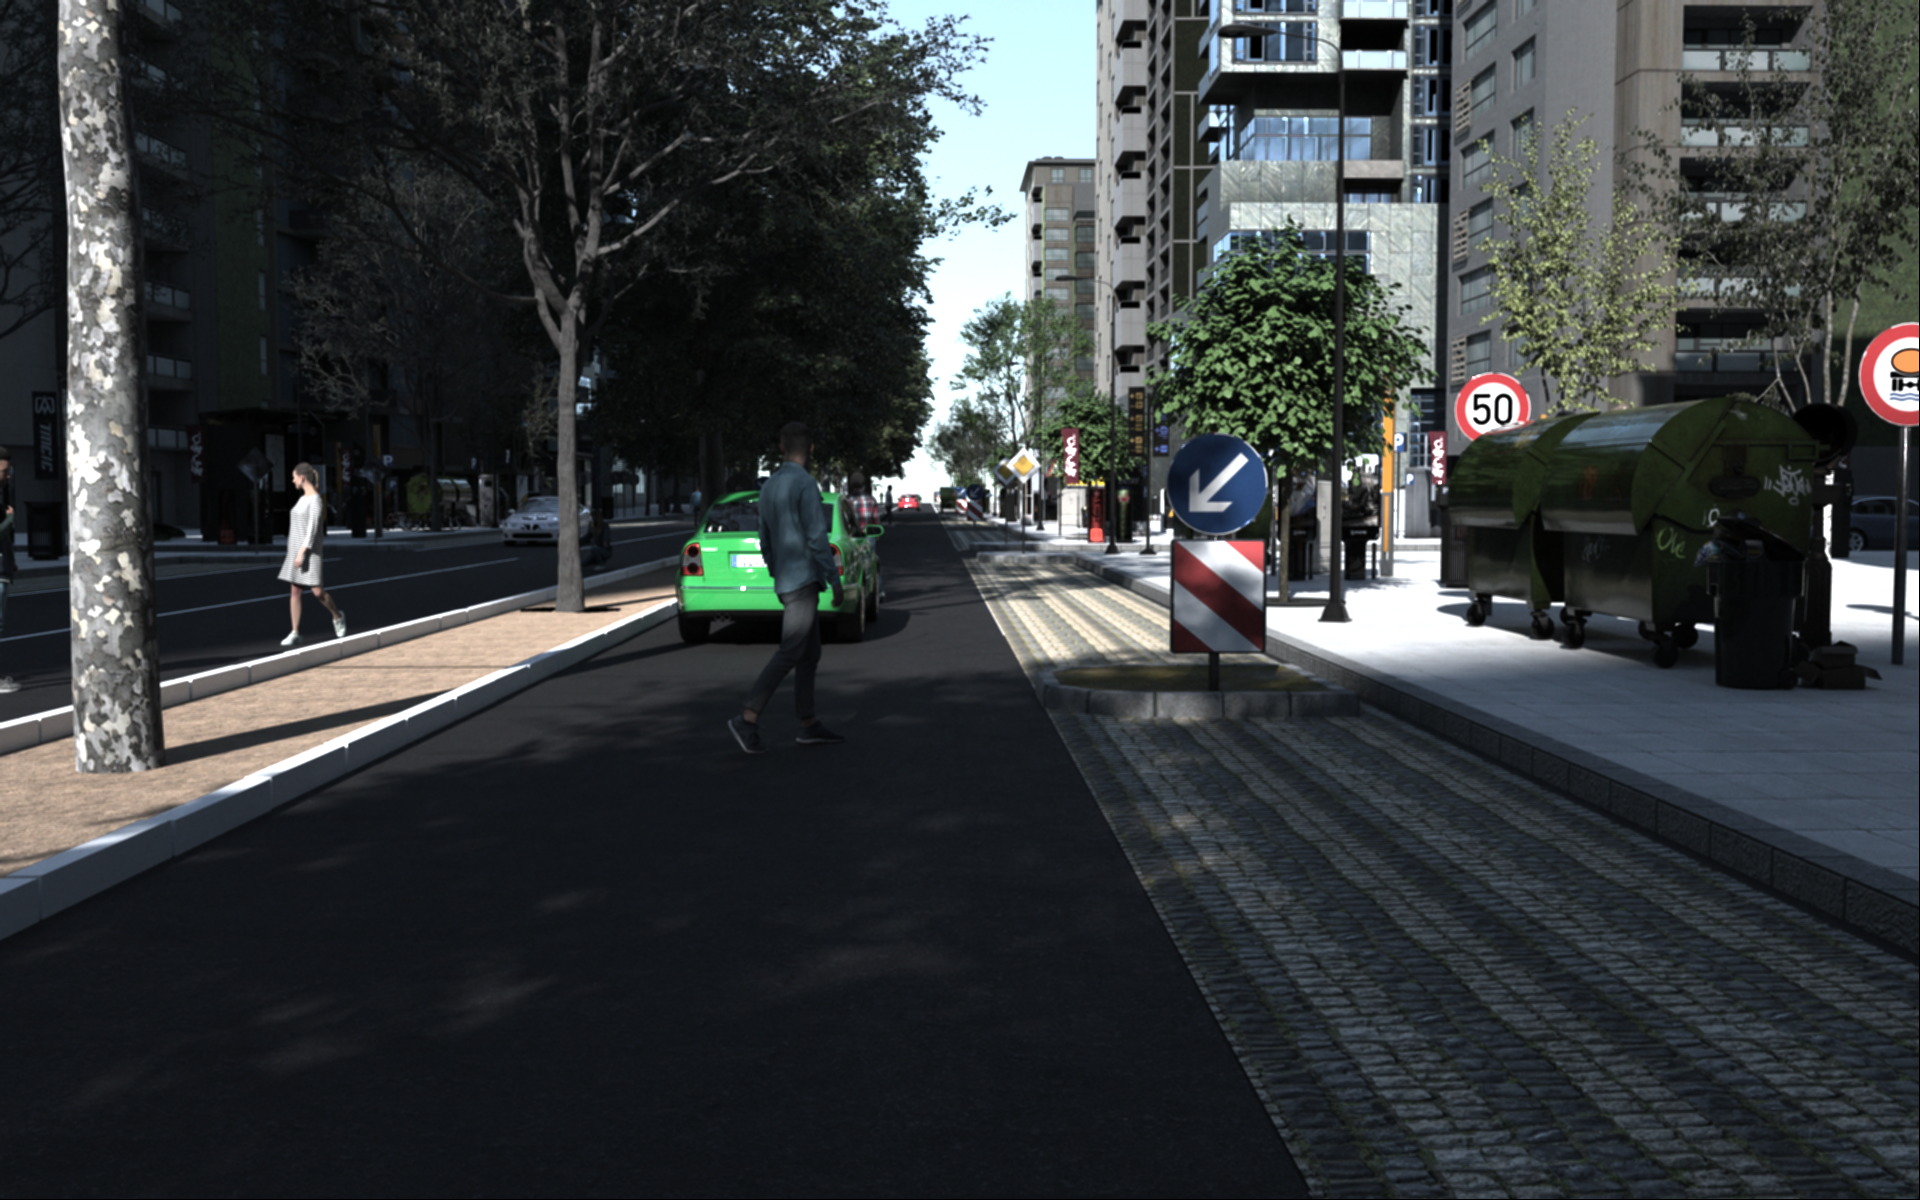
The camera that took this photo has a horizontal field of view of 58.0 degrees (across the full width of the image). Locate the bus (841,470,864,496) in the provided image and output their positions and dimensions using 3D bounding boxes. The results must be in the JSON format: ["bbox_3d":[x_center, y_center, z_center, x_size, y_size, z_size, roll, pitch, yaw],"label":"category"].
[{"bbox_3d":[-10.849,-11.578,180.850,2.896,3.916,12.252,0,4,-1],"label":"bus"}]

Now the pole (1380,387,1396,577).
[{"bbox_3d":[6.644,-2.019,26.854,0.158,3.312,0.155,0,3,0],"label":"pole"}]

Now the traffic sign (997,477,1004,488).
[{"bbox_3d":[2.391,-5.793,94.820,0.768,2.556,0.104,0,4,0],"label":"traffic sign"}]

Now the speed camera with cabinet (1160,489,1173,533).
[{"bbox_3d":[7.635,-3.828,56.917,2.038,3.252,0.660,2,4,31],"label":"speed camera with cabinet"}]

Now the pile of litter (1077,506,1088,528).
[{"bbox_3d":[5.049,-3.172,65.834,1.176,0.858,1.719,0,4,4],"label":"pile of litter"}]

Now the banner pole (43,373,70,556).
[{"bbox_3d":[-18.702,-2.826,36.214,0.401,3.779,0.863,-1,4,-10],"label":"banner pole"}]

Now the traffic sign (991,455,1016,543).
[{"bbox_3d":[1.206,-2.538,45.131,0.795,2.450,0.064,0,4,-1],"label":"traffic sign"}]

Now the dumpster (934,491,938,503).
[{"bbox_3d":[-3.312,-16.325,275.132,1.865,1.857,1.264,0,4,1],"label":"dumpster"}]

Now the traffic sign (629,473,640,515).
[{"bbox_3d":[-20.076,-6.507,106.495,0.768,2.556,0.104,0,4,2],"label":"traffic sign"}]

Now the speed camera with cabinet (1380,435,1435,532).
[{"bbox_3d":[15.084,-3.942,58.787,0.660,3.252,2.038,-3,5,-45],"label":"speed camera with cabinet"}]

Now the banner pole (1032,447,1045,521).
[{"bbox_3d":[3.765,-5.604,81.646,0.863,3.779,0.401,2,4,30],"label":"banner pole"}]

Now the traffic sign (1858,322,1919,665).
[{"bbox_3d":[7.063,-0.787,12.974,0.768,2.556,0.104,0,4,0],"label":"traffic sign"}]

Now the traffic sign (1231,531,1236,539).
[{"bbox_3d":[4.329,-1.667,27.366,0.768,2.556,0.104,0,4,7],"label":"traffic sign"}]

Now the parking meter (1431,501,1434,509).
[{"bbox_3d":[17.274,-3.490,62.774,0.255,1.863,0.399,0,4,-7],"label":"parking meter"}]

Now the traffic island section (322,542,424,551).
[{"bbox_3d":[-15.159,-1.383,44.896,2.009,0.180,2.903,0,4,-1],"label":"traffic island section"}]

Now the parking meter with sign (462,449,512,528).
[{"bbox_3d":[-18.172,-4.310,66.735,1.738,3.016,0.543,-2,4,-31],"label":"parking meter with sign"}]

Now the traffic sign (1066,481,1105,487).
[{"bbox_3d":[4.664,-3.907,57.759,2.265,3.308,0.079,0,4,8],"label":"traffic sign"}]

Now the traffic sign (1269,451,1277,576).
[{"bbox_3d":[4.929,-1.655,27.168,0.768,2.556,0.104,0,4,1],"label":"traffic sign"}]

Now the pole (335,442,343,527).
[{"bbox_3d":[-24.318,-4.525,67.820,0.158,3.312,0.155,0,3,0],"label":"pole"}]

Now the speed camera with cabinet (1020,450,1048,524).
[{"bbox_3d":[3.183,-4.871,73.983,0.660,3.252,2.038,1,4,22],"label":"speed camera with cabinet"}]

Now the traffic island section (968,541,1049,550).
[{"bbox_3d":[1.229,-1.402,45.209,2.009,0.180,2.903,0,4,-1],"label":"traffic island section"}]

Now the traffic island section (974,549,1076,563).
[{"bbox_3d":[1.385,-0.914,37.225,2.009,0.180,2.903,0,4,-1],"label":"traffic island section"}]

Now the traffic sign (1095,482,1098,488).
[{"bbox_3d":[4.283,-3.324,54.455,0.768,2.556,0.104,1,4,8],"label":"traffic sign"}]

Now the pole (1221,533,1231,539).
[{"bbox_3d":[4.675,-2.228,30.278,0.158,3.312,0.155,0,3,0],"label":"pole"}]

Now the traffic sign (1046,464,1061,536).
[{"bbox_3d":[3.044,-3.220,52.649,0.884,2.594,0.081,0,4,5],"label":"traffic sign"}]

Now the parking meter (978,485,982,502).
[{"bbox_3d":[1.358,-6.742,115.946,0.255,1.863,0.399,0,4,5],"label":"parking meter"}]

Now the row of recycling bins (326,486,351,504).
[{"bbox_3d":[-28.287,-4.184,75.526,3.534,1.692,1.069,-1,4,-15],"label":"row of recycling bins"}]

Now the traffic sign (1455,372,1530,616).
[{"bbox_3d":[5.585,-1.109,18.244,0.768,2.556,0.104,1,4,8],"label":"traffic sign"}]

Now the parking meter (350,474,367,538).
[{"bbox_3d":[-17.609,-2.753,50.730,0.399,1.863,0.255,1,4,23],"label":"parking meter"}]

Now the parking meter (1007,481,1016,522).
[{"bbox_3d":[2.317,-4.485,79.040,0.399,1.863,0.255,-3,4,-37],"label":"parking meter"}]

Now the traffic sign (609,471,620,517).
[{"bbox_3d":[-18.858,-5.803,94.985,0.768,2.556,0.104,0,4,7],"label":"traffic sign"}]

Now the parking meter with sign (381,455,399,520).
[{"bbox_3d":[-24.970,-4.880,76.044,0.543,3.016,1.738,-2,4,-27],"label":"parking meter with sign"}]

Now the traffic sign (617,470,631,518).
[{"bbox_3d":[-18.105,-5.705,93.386,0.768,2.556,0.104,0,4,2],"label":"traffic sign"}]

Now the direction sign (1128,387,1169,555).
[{"bbox_3d":[3.980,-2.727,36.577,0.876,3.537,0.379,1,4,20],"label":"direction sign"}]

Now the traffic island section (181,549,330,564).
[{"bbox_3d":[-15.004,-0.895,36.913,2.009,0.180,2.903,0,4,-1],"label":"traffic island section"}]

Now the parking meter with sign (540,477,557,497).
[{"bbox_3d":[-18.611,-5.019,78.317,1.738,3.016,0.543,-1,4,-11],"label":"parking meter with sign"}]

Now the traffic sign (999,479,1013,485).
[{"bbox_3d":[2.525,-5.778,94.576,0.768,2.556,0.104,0,4,7],"label":"traffic sign"}]

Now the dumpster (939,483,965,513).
[{"bbox_3d":[-0.598,-7.825,132.884,1.985,2.255,1.502,0,4,-2],"label":"dumpster"}]

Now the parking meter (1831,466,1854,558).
[{"bbox_3d":[17.726,-1.785,34.903,0.255,1.863,0.399,-2,4,-31],"label":"parking meter"}]

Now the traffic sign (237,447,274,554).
[{"bbox_3d":[-14.980,-2.031,36.852,0.795,2.450,0.064,0,4,-1],"label":"traffic sign"}]

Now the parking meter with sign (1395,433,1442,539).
[{"bbox_3d":[13.226,-3.280,49.882,1.738,3.016,0.543,-2,4,-31],"label":"parking meter with sign"}]

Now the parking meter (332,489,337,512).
[{"bbox_3d":[-25.504,-3.825,70.948,0.372,1.533,0.369,0,3,0],"label":"parking meter"}]

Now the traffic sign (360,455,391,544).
[{"bbox_3d":[-15.136,-2.519,44.835,0.795,2.450,0.064,0,4,-1],"label":"traffic sign"}]

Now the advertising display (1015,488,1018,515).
[{"bbox_3d":[3.676,-6.286,107.984,0.974,1.923,0.123,0,4,-2],"label":"advertising display"}]

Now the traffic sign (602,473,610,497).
[{"bbox_3d":[-21.671,-6.515,106.631,0.768,2.556,0.104,0,4,2],"label":"traffic sign"}]

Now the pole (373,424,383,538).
[{"bbox_3d":[-17.082,-3.483,50.796,0.158,3.312,0.155,0,3,0],"label":"pole"}]

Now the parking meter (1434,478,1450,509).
[{"bbox_3d":[15.686,-3.084,56.131,0.399,1.863,0.255,-1,4,-9],"label":"parking meter"}]

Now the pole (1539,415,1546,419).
[{"bbox_3d":[14.955,-3.099,44.512,0.158,3.312,0.155,0,3,0],"label":"pole"}]

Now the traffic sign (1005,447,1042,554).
[{"bbox_3d":[1.361,-2.049,37.148,0.795,2.450,0.064,0,4,-1],"label":"traffic sign"}]

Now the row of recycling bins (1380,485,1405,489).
[{"bbox_3d":[19.224,-4.227,76.218,3.534,1.692,1.069,1,4,23],"label":"row of recycling bins"}]

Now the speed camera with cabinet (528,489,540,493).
[{"bbox_3d":[-28.953,-7.555,117.852,0.660,3.252,2.038,1,4,11],"label":"speed camera with cabinet"}]

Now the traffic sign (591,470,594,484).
[{"bbox_3d":[-19.563,-5.581,91.349,0.768,2.556,0.104,0,4,4],"label":"traffic sign"}]

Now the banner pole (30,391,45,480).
[{"bbox_3d":[-19.480,-2.891,37.289,0.863,3.779,0.401,-2,4,-28],"label":"banner pole"}]

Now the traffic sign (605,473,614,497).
[{"bbox_3d":[-21.388,-6.496,106.316,0.768,2.556,0.104,0,4,2],"label":"traffic sign"}]

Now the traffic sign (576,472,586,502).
[{"bbox_3d":[-17.543,-4.759,79.936,0.606,2.300,0.079,0,4,2],"label":"traffic sign"}]
